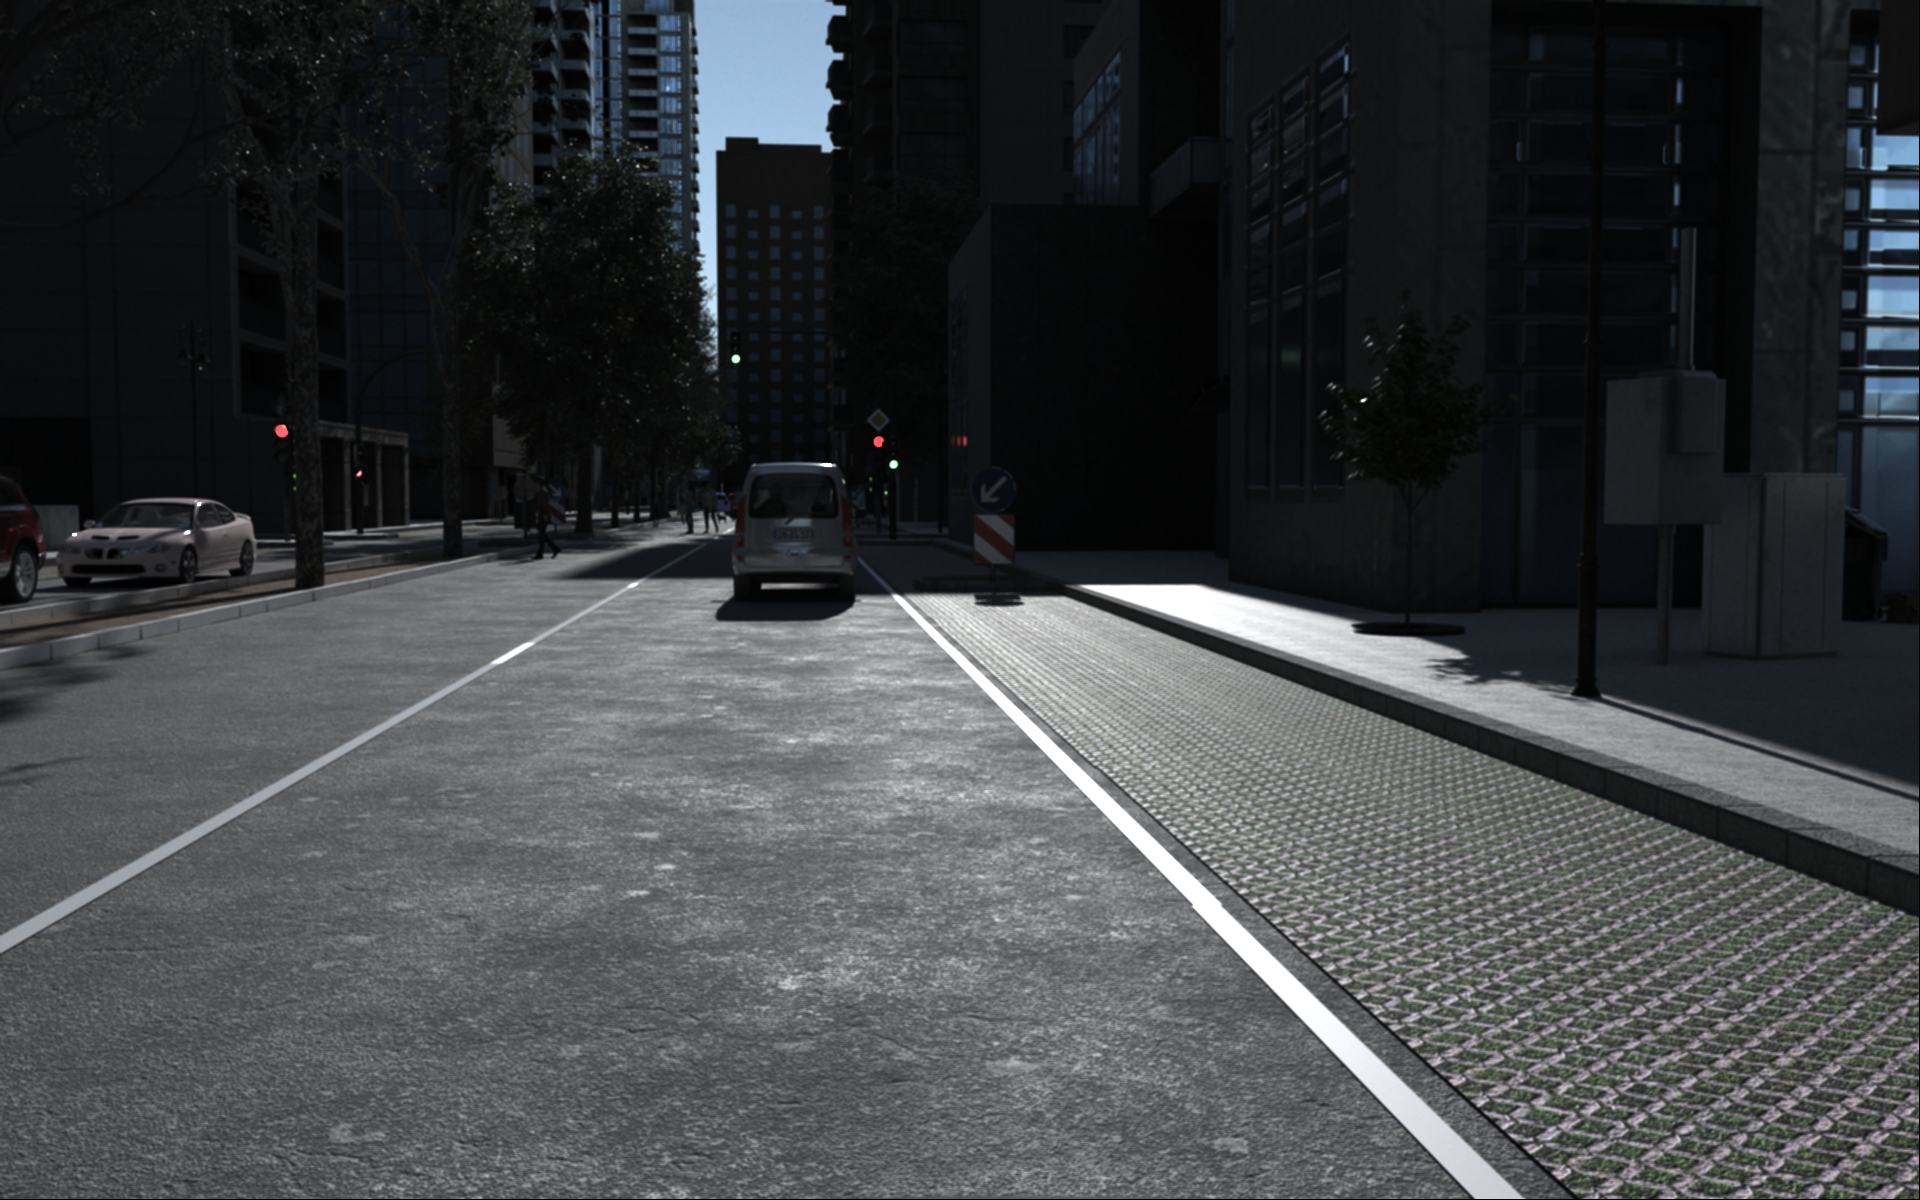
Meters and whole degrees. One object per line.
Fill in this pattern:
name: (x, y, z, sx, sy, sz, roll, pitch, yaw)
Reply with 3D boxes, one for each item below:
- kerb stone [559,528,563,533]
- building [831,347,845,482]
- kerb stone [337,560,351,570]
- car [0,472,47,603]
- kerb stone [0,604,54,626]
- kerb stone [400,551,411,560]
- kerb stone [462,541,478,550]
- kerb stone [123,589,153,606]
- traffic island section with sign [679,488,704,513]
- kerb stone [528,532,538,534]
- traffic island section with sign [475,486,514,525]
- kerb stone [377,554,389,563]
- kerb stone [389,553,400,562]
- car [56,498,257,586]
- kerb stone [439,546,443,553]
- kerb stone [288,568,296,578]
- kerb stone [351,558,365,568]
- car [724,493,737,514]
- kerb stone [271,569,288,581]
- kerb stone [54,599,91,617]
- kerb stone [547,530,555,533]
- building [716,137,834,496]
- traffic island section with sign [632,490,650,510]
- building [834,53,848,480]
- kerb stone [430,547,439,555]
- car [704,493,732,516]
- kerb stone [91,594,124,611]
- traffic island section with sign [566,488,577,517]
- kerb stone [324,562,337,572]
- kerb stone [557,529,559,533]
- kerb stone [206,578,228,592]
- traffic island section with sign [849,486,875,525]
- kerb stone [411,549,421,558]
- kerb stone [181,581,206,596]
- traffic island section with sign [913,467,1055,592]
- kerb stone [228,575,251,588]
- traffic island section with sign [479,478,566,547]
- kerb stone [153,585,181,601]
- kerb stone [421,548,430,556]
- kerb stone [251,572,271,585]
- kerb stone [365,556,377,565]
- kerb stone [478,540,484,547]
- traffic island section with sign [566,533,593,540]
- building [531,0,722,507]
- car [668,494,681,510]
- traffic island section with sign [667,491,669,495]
kerb stone: (-14.617, -2.482, 62.789, 0.120, 0.150, 1.000, 0, 4, -5)
building: (-0.316, -21.373, 194.493, 27.650, 21.520, 28.899, 0, 4, -5)
kerb stone: (-11.729, -0.640, 32.664, 0.120, 0.150, 1.000, 0, 4, -5)
car: (-13.148, -0.764, 21.170, 2.281, 1.827, 5.304, 0, 4, -5)
kerb stone: (-10.454, 0.171, 19.398, 0.120, 0.150, 1.000, 0, 4, -5)
kerb stone: (-12.218, -0.954, 37.790, 0.120, 0.150, 1.000, 0, 4, -5)
kerb stone: (-13.010, -1.454, 45.962, 0.120, 0.150, 1.000, 0, 4, -5)
kerb stone: (-10.748, -0.017, 22.467, 0.120, 0.150, 1.000, 0, 4, -5)
traffic island section with sign: (-20.047, -7.464, 130.179, 2.006, 1.907, 1.989, 0, 4, -5)
kerb stone: (-14.033, -2.108, 56.664, 0.120, 0.150, 1.000, 0, 4, -5)
traffic island section with sign: (-21.154, -4.351, 79.770, 1.989, 1.847, 2.006, 0, 4, -5)
kerb stone: (-12.022, -0.828, 35.736, 0.120, 0.150, 1.000, 0, 4, -5)
kerb stone: (-12.118, -0.889, 36.770, 0.120, 0.150, 1.000, 0, 4, -5)
car: (-13.105, -0.988, 28.508, 2.083, 1.381, 4.827, 0, 4, -5)
kerb stone: (-12.612, -1.204, 41.875, 0.120, 0.150, 1.000, 0, 4, -5)
kerb stone: (-11.433, -0.454, 29.611, 0.120, 0.150, 1.000, 0, 4, -5)
kerb stone: (-11.819, -0.703, 33.696, 0.120, 0.150, 1.000, 0, 4, -5)
car: (-16.027, -7.061, 124.483, 2.155, 1.783, 4.494, 0, 4, -7)
kerb stone: (-11.339, -0.391, 28.591, 0.120, 0.150, 1.000, 0, 4, -5)
kerb stone: (-10.550, 0.108, 20.424, 0.120, 0.150, 1.000, 0, 4, -5)
kerb stone: (-14.427, -2.356, 60.751, 0.120, 0.150, 1.000, 0, 4, -5)
building: (-23.471, -34.915, 220.974, 14.200, 45.320, 14.600, 0, 4, -5)
traffic island section with sign: (-28.518, -9.042, 156.459, 1.989, 1.847, 2.006, 0, 4, -5)
building: (-4.677, -31.901, 171.684, 14.600, 45.320, 14.200, 0, 4, -5)
kerb stone: (-12.511, -1.141, 40.856, 0.120, 0.150, 1.000, 0, 4, -5)
car: (-16.041, -6.408, 114.358, 1.945, 1.707, 3.694, 0, 4, -6)
kerb stone: (-10.645, 0.050, 21.449, 0.120, 0.150, 1.000, 0, 4, -5)
traffic island section with sign: (-23.755, -6.008, 106.855, 1.989, 1.847, 2.006, 0, 4, -5)
kerb stone: (-11.630, -0.578, 31.647, 0.120, 0.150, 1.000, 0, 4, -5)
kerb stone: (-14.523, -2.421, 61.771, 0.120, 0.150, 1.000, 0, 4, -5)
kerb stone: (-11.043, -0.203, 25.522, 0.120, 0.150, 1.000, 0, 4, -5)
traffic island section with sign: (-5.042, -4.474, 81.775, 1.989, 1.847, 2.006, 0, 4, -5)
kerb stone: (-12.316, -1.015, 38.817, 0.120, 0.150, 1.000, 0, 4, -5)
kerb stone: (-10.938, -0.141, 24.505, 0.120, 0.150, 1.000, 0, 4, -5)
traffic island section with sign: (0.310, -1.065, 26.045, 1.989, 1.847, 2.006, 0, 4, -5)
kerb stone: (-11.137, -0.265, 26.554, 0.120, 0.150, 1.000, 0, 4, -5)
traffic island section with sign: (-12.147, -2.439, 48.011, 2.006, 1.907, 1.989, 0, 4, -5)
kerb stone: (-10.845, -0.079, 23.486, 0.120, 0.150, 1.000, 0, 4, -5)
kerb stone: (-12.422, -1.079, 39.838, 0.120, 0.150, 1.000, 0, 4, -5)
kerb stone: (-11.231, -0.329, 27.572, 0.120, 0.150, 1.000, 0, 4, -5)
kerb stone: (-11.923, -0.766, 34.712, 0.120, 0.150, 1.000, 0, 4, -5)
kerb stone: (-13.102, -1.512, 46.980, 0.120, 0.150, 1.000, 0, 4, -5)
traffic island section with sign: (-12.847, -2.890, 55.385, 2.006, 1.907, 1.989, 0, 4, -5)
building: (-46.549, -55.586, 221.496, 31.000, 86.520, 22.319, 0, 4, -5)
car: (-25.506, -8.914, 155.523, 2.009, 1.686, 4.222, 0, 4, -6)
traffic island section with sign: (-31.109, -10.683, 183.290, 1.989, 1.847, 2.006, 0, 4, -5)
